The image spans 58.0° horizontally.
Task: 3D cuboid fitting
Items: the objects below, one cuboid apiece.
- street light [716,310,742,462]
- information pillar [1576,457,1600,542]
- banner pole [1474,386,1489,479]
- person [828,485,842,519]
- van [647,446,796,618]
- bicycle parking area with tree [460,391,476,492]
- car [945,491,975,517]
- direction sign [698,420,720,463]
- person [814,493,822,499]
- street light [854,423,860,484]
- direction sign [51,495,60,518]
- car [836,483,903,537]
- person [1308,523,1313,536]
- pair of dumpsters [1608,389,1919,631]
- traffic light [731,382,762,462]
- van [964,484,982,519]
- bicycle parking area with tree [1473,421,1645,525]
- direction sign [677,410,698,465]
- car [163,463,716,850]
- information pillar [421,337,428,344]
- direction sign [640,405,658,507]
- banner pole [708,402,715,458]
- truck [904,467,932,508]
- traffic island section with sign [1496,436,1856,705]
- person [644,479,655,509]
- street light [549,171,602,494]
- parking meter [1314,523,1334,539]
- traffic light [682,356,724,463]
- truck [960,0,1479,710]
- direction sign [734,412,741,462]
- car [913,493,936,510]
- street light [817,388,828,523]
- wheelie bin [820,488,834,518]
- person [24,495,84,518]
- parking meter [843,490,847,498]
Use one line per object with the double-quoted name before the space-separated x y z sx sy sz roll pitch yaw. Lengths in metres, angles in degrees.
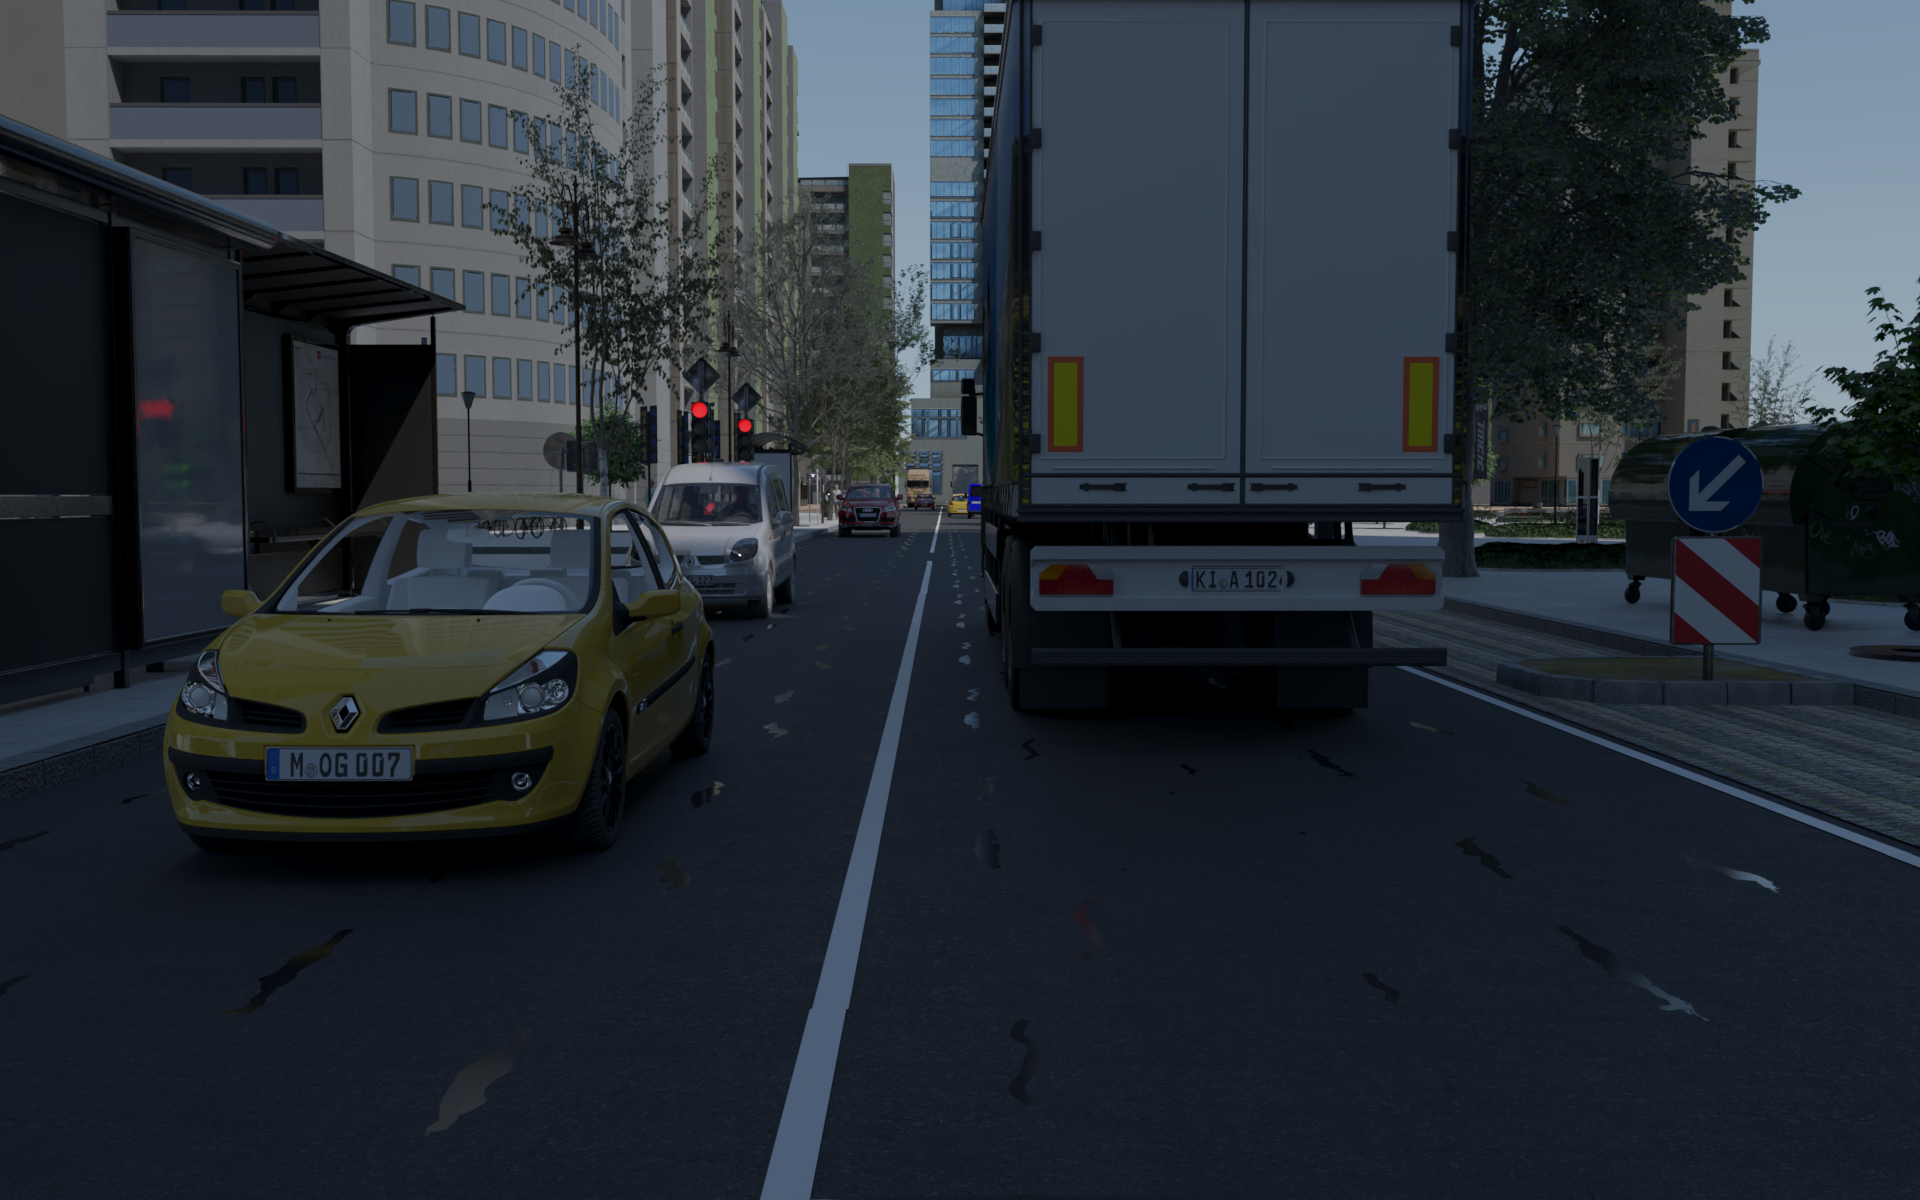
"street light" -5.800 -4.333 43.635 0.468 5.910 1.993 0 4 0
"information pillar" 12.551 -1.844 34.639 0.304 2.012 0.304 -2 4 -30
"banner pole" 10.662 -2.800 35.790 0.401 3.779 0.863 -1 4 -17
"person" -6.443 -5.068 89.384 0.782 1.767 0.515 -2 4 -26
"van" -3.013 -0.880 21.401 2.013 2.044 4.112 0 4 0
"bicycle parking area with tree" -16.290 -3.802 49.160 8.231 4.147 9.016 2 4 31
"car" 0.068 -6.081 109.651 2.015 1.641 3.980 0 4 -1
"direction sign" -7.767 -3.731 53.003 0.876 3.537 0.379 0 4 -6
"person" -11.045 -8.149 139.289 1.348 1.823 0.705 1 4 16
"street light" -6.373 -8.260 107.840 0.468 5.910 1.993 0 4 0
"direction sign" -7.481 -1.363 14.287 0.379 3.537 0.876 1 4 18
"car" -3.073 -3.101 59.380 2.281 1.827 5.304 0 4 -1
"person" 8.365 -1.979 41.610 0.760 1.731 0.466 1 4 16
"pair of dumpsters" 8.407 -0.959 18.177 1.574 2.255 4.437 0 4 0
"traffic light" -5.327 -3.332 43.395 0.839 4.253 0.868 0 4 0
"van" 1.367 -5.987 102.279 2.240 2.365 5.245 0 4 0
"bicycle parking area with tree" 25.385 -5.049 69.558 9.016 4.147 8.231 0 4 -4
"direction sign" -7.500 -3.360 46.933 0.379 3.537 0.876 1 4 10
"car" -2.234 0.124 8.189 2.015 1.641 3.980 0 4 0
"information pillar" -7.918 -2.098 25.664 0.183 3.616 0.504 -1 4 -13
"direction sign" -7.994 -3.215 44.557 0.379 3.537 0.876 -3 4 -38
"banner pole" -6.728 -3.478 46.879 0.401 3.779 0.863 0 4 4
"truck" -4.317 -11.955 184.380 2.839 4.237 11.283 0 4 0
"traffic island section with sign" 5.053 -0.244 12.623 1.989 1.847 2.006 0 4 0
"person" -9.679 -2.898 53.911 0.515 1.767 0.782 0 4 7
"street light" -5.572 -3.209 25.262 0.468 5.910 1.993 0 4 0
"parking meter" 7.546 -1.850 35.956 0.399 1.863 0.255 0 4 -6
"traffic light" -5.258 -2.843 35.411 0.839 4.253 0.868 0 4 0
"truck" 1.458 -1.581 14.758 2.839 4.237 11.283 0 4 0
"direction sign" -6.195 -3.441 48.250 0.379 3.537 0.876 0 4 3
"car" -3.218 -9.100 157.826 2.155 1.783 4.494 0 4 0
"street light" -6.014 -6.290 75.621 0.468 5.910 1.993 0 4 0
"wheelie bin" -7.231 -5.300 94.564 0.693 1.594 0.980 -1 4 -17
"person" -10.173 -0.800 19.470 0.721 1.781 0.623 3 5 45
"parking meter" -7.386 -6.252 110.631 0.372 1.533 0.369 0 3 0
